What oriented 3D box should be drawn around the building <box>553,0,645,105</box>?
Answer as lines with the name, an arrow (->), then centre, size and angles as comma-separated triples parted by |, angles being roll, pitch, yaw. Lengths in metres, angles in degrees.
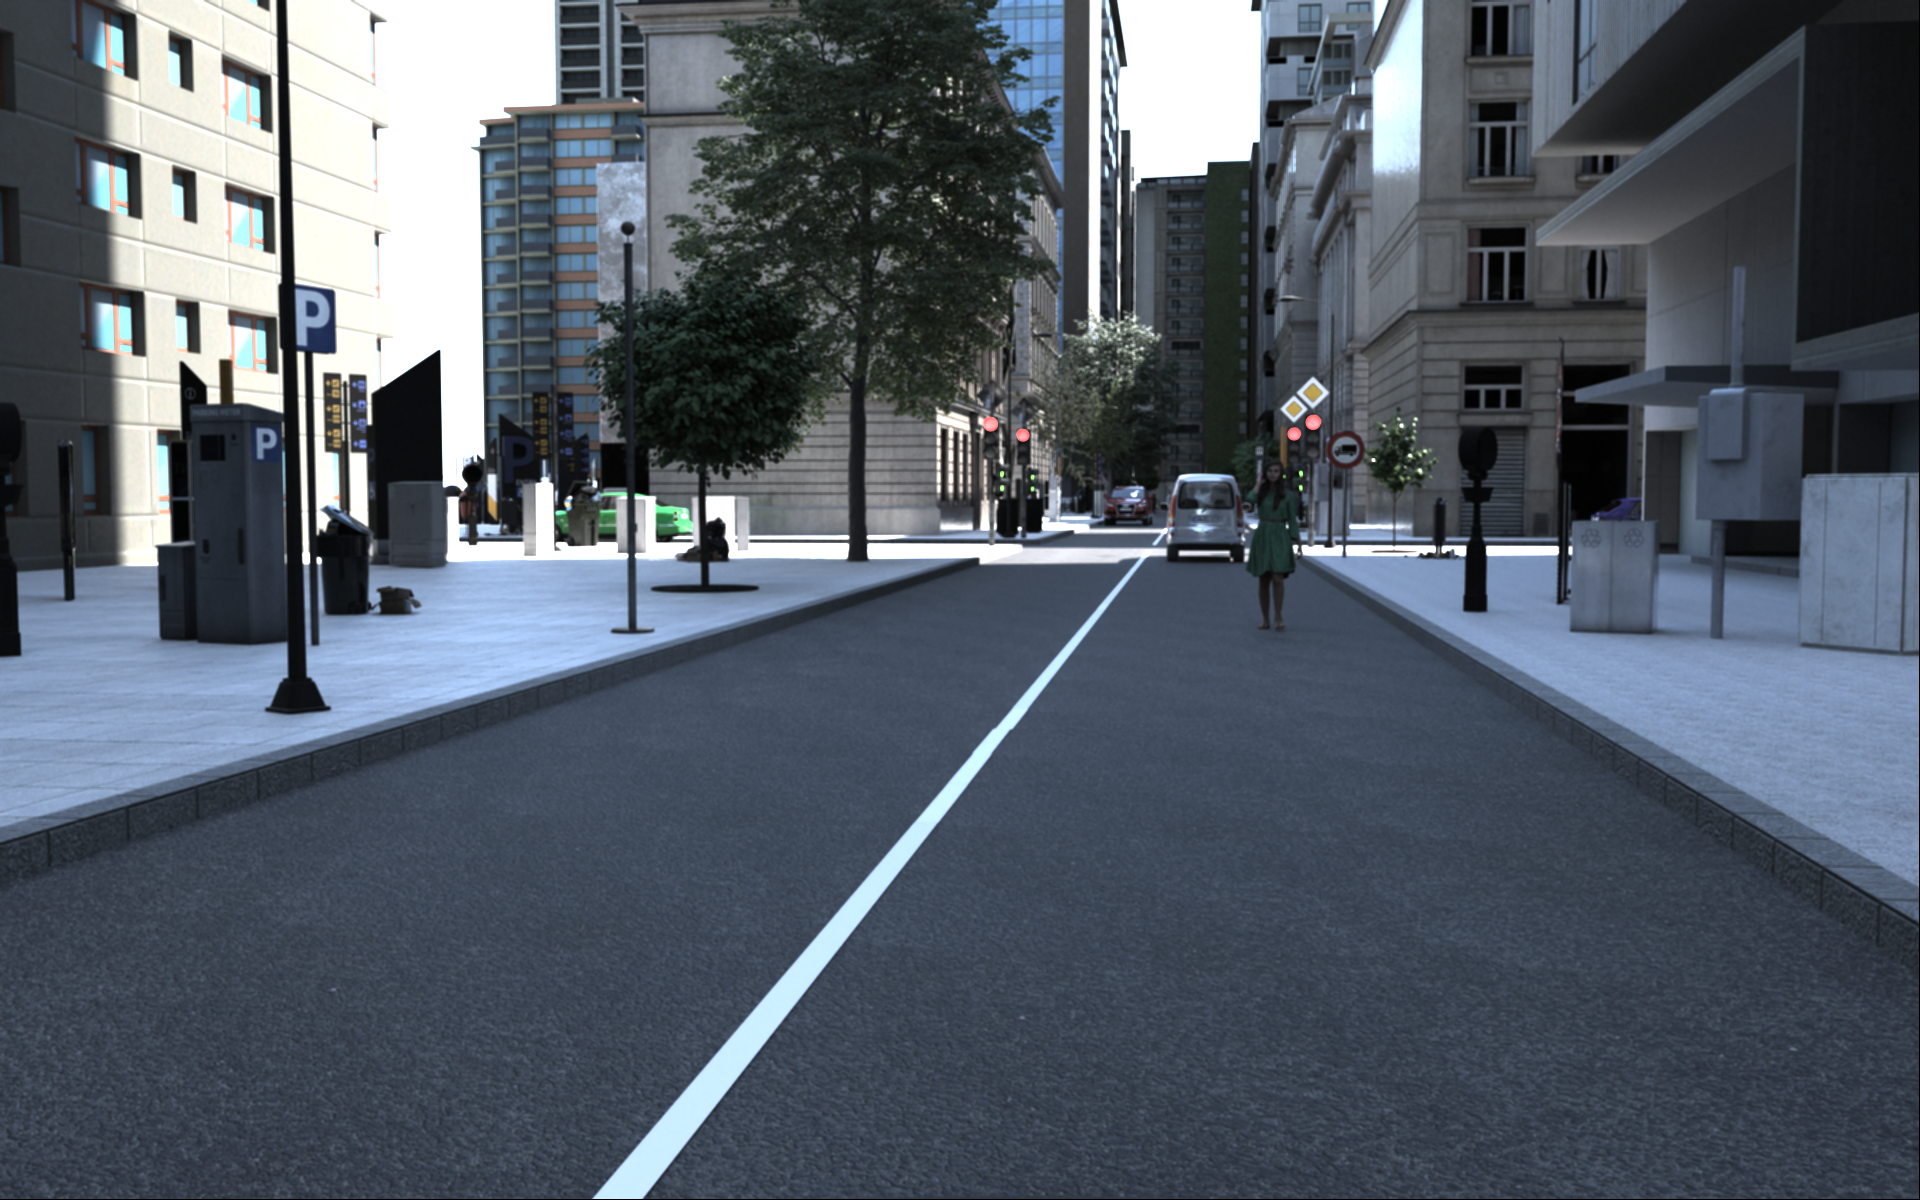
building -> -40.208, -48.276, 227.571 | 20.611, 71.187, 20.563 | 0, 4, 8

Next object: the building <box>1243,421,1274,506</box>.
building -> 40.612, -45.603, 183.858 | 20.563, 71.187, 20.611 | 0, 4, 8

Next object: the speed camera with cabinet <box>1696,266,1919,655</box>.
speed camera with cabinet -> 7.267, -1.242, 14.643 | 0.660, 3.252, 2.038 | -2, 4, -27

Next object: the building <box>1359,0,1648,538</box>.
building -> 28.544, -13.624, 56.034 | 30.059, 22.955, 16.112 | 0, 4, 8

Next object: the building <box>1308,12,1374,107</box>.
building -> 40.152, -27.084, 134.706 | 32.217, 40.220, 23.993 | 0, 4, 8

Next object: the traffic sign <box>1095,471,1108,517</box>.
traffic sign -> 7.692, -5.797, 94.778 | 0.884, 2.594, 0.081 | 1, 4, 11

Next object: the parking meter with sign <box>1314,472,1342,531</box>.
parking meter with sign -> 13.113, -3.975, 61.247 | 1.738, 3.016, 0.543 | -3, 4, -37

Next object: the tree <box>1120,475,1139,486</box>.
tree -> 17.151, -10.842, 171.874 | 1.663, 3.219, 1.824 | 0, 3, 0

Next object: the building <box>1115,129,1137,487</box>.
building -> 11.536, -36.530, 220.966 | 21.600, 48.544, 21.300 | 0, 4, 8

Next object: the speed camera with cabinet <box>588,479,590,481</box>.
speed camera with cabinet -> -23.012, -6.643, 102.941 | 2.038, 3.252, 0.660 | 2, 4, 25

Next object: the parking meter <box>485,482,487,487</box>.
parking meter -> -23.861, -4.962, 86.841 | 0.255, 1.863, 0.399 | -1, 4, -16

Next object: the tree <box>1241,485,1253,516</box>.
tree -> 17.181, -6.548, 101.666 | 1.663, 3.219, 1.824 | 0, 3, 0

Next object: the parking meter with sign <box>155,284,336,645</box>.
parking meter with sign -> -6.224, -1.144, 14.959 | 1.738, 3.016, 0.543 | 2, 4, 25

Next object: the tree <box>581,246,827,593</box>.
tree -> -3.368, -2.414, 23.188 | 4.285, 4.588, 4.351 | 0, 3, 0

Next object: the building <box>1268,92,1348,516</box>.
building -> 26.210, -19.110, 109.708 | 12.463, 27.353, 25.104 | 0, 4, 8

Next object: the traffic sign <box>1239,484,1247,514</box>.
traffic sign -> 18.144, -6.716, 109.816 | 0.884, 2.594, 0.081 | 1, 4, 14

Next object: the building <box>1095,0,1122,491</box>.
building -> 2.336, -32.759, 155.221 | 23.786, 49.044, 30.456 | 0, 4, 8

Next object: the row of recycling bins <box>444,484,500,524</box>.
row of recycling bins -> -20.599, -4.128, 74.599 | 3.534, 1.692, 1.069 | -3, 4, -38

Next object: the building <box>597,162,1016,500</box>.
building -> -5.954, -13.045, 80.730 | 16.820, 18.784, 16.811 | 0, 4, 8

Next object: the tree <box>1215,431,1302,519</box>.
tree -> 16.248, -6.742, 93.940 | 4.285, 4.588, 4.351 | 0, 3, 0

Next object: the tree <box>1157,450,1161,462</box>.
tree -> 19.117, -14.088, 180.707 | 4.737, 8.622, 4.395 | 0, 3, 0

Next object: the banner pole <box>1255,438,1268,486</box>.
banner pole -> 13.389, -5.302, 76.711 | 0.863, 3.779, 0.401 | -2, 4, -25

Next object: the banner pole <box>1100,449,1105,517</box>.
banner pole -> 7.916, -6.504, 96.353 | 0.401, 3.779, 0.863 | 1, 4, 21

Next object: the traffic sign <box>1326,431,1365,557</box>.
traffic sign -> 7.794, -2.137, 35.052 | 0.768, 2.556, 0.104 | 1, 4, 13

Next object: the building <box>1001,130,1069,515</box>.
building -> 0.250, -16.820, 103.891 | 11.050, 23.489, 19.941 | 0, 4, 8

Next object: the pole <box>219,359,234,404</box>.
pole -> -11.128, -1.989, 26.356 | 0.158, 3.312, 0.155 | 0, 3, 0

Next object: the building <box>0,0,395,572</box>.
building -> -29.827, -11.295, 29.719 | 28.899, 21.520, 27.650 | 0, 4, 8

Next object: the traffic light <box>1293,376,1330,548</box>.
traffic light -> 8.392, -3.209, 41.389 | 0.839, 4.253, 0.868 | 0, 4, 8

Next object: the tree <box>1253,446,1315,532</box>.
tree -> 11.299, -3.967, 59.455 | 1.663, 3.219, 1.824 | 0, 3, 0

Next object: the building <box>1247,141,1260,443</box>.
building -> 42.840, -34.482, 213.896 | 14.200, 45.320, 14.600 | 0, 4, 8

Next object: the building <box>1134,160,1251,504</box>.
building -> 28.769, -32.533, 215.501 | 14.086, 41.232, 14.154 | 0, 4, 8

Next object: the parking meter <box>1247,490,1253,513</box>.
parking meter -> 19.448, -6.740, 115.909 | 0.399, 1.863, 0.255 | 1, 4, 9

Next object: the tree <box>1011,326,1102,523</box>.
tree -> 4.255, -7.631, 75.132 | 4.360, 8.622, 3.978 | 0, 3, 0

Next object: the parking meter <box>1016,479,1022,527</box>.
parking meter -> 2.346, -3.724, 66.594 | 0.255, 1.863, 0.399 | 3, 5, 42

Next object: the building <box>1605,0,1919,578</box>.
building -> 24.035, -26.482, 22.212 | 28.713, 52.752, 27.495 | 0, 4, 8

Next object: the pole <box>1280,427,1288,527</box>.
pole -> 9.781, -3.579, 52.367 | 0.158, 3.312, 0.155 | 0, 3, 0

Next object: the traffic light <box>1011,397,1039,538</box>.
traffic light -> 1.874, -3.755, 50.315 | 0.839, 4.253, 0.868 | 0, 4, 8

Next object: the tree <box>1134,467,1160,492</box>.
tree -> 20.724, -12.748, 192.141 | 4.285, 4.588, 4.351 | 0, 3, 0

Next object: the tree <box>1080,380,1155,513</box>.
tree -> 9.442, -9.839, 111.237 | 4.737, 8.622, 4.395 | 0, 3, 0

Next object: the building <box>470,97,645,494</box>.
building -> -37.977, -33.007, 194.291 | 28.867, 44.769, 22.147 | 0, 4, 8

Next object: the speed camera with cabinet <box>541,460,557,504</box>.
speed camera with cabinet -> -23.659, -6.527, 101.044 | 2.038, 3.252, 0.660 | -3, 4, -36

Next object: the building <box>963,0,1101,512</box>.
building -> 3.418, -29.507, 132.557 | 14.600, 45.320, 14.200 | 0, 4, 8

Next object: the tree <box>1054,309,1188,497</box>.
tree -> 10.620, -13.034, 119.763 | 9.857, 13.997, 8.962 | 0, 3, 0

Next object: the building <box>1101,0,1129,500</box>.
building -> 3.598, -36.491, 185.868 | 27.495, 52.752, 28.713 | 0, 4, 8

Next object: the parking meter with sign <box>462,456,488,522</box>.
parking meter with sign -> -22.517, -5.175, 80.871 | 0.543, 3.016, 1.738 | 1, 4, 17

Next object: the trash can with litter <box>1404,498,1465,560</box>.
trash can with litter -> 9.844, -1.463, 34.975 | 1.678, 1.210, 2.233 | 2, 4, 24

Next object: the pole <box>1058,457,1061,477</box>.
pole -> 5.496, -6.236, 95.795 | 0.158, 3.312, 0.155 | 0, 3, 0

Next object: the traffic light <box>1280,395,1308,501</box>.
traffic light -> 9.468, -3.693, 49.302 | 0.839, 4.253, 0.868 | 0, 4, 8

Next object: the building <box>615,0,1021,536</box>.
building -> -4.047, -12.089, 62.281 | 10.561, 19.102, 19.286 | 0, 4, 8

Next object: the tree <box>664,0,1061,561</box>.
tree -> -1.570, -7.007, 32.694 | 7.486, 12.596, 7.792 | 0, 3, 0

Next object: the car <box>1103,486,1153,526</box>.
car -> 7.818, -4.363, 80.012 | 2.281, 1.827, 5.304 | 1, 4, 9

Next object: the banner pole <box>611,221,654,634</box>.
banner pole -> -3.087, -1.603, 16.227 | 0.401, 3.779, 0.863 | -1, 4, -10

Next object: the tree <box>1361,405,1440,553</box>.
tree -> 9.638, -2.643, 37.821 | 1.663, 3.219, 1.824 | 0, 3, 0

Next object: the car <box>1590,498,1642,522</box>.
car -> 18.117, -1.926, 44.070 | 3.894, 1.354, 1.945 | 1, 4, 9

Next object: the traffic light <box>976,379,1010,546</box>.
traffic light -> 0.798, -3.271, 42.402 | 0.839, 4.253, 0.868 | 0, 4, 8

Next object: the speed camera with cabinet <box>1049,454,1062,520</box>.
speed camera with cabinet -> 4.675, -5.544, 84.979 | 0.660, 3.252, 2.038 | 0, 4, 5

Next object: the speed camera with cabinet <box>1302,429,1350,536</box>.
speed camera with cabinet -> 11.246, -3.597, 53.151 | 0.660, 3.252, 2.038 | 3, 5, 41

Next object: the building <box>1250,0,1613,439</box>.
building -> 41.548, -34.913, 160.066 | 28.713, 52.752, 27.495 | 0, 4, 8

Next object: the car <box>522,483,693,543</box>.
car -> -9.886, -2.427, 48.480 | 4.718, 1.807, 1.959 | 0, 4, 7

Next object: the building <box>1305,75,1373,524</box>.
building -> 24.399, -14.883, 85.139 | 13.314, 21.916, 24.055 | 0, 4, 8
